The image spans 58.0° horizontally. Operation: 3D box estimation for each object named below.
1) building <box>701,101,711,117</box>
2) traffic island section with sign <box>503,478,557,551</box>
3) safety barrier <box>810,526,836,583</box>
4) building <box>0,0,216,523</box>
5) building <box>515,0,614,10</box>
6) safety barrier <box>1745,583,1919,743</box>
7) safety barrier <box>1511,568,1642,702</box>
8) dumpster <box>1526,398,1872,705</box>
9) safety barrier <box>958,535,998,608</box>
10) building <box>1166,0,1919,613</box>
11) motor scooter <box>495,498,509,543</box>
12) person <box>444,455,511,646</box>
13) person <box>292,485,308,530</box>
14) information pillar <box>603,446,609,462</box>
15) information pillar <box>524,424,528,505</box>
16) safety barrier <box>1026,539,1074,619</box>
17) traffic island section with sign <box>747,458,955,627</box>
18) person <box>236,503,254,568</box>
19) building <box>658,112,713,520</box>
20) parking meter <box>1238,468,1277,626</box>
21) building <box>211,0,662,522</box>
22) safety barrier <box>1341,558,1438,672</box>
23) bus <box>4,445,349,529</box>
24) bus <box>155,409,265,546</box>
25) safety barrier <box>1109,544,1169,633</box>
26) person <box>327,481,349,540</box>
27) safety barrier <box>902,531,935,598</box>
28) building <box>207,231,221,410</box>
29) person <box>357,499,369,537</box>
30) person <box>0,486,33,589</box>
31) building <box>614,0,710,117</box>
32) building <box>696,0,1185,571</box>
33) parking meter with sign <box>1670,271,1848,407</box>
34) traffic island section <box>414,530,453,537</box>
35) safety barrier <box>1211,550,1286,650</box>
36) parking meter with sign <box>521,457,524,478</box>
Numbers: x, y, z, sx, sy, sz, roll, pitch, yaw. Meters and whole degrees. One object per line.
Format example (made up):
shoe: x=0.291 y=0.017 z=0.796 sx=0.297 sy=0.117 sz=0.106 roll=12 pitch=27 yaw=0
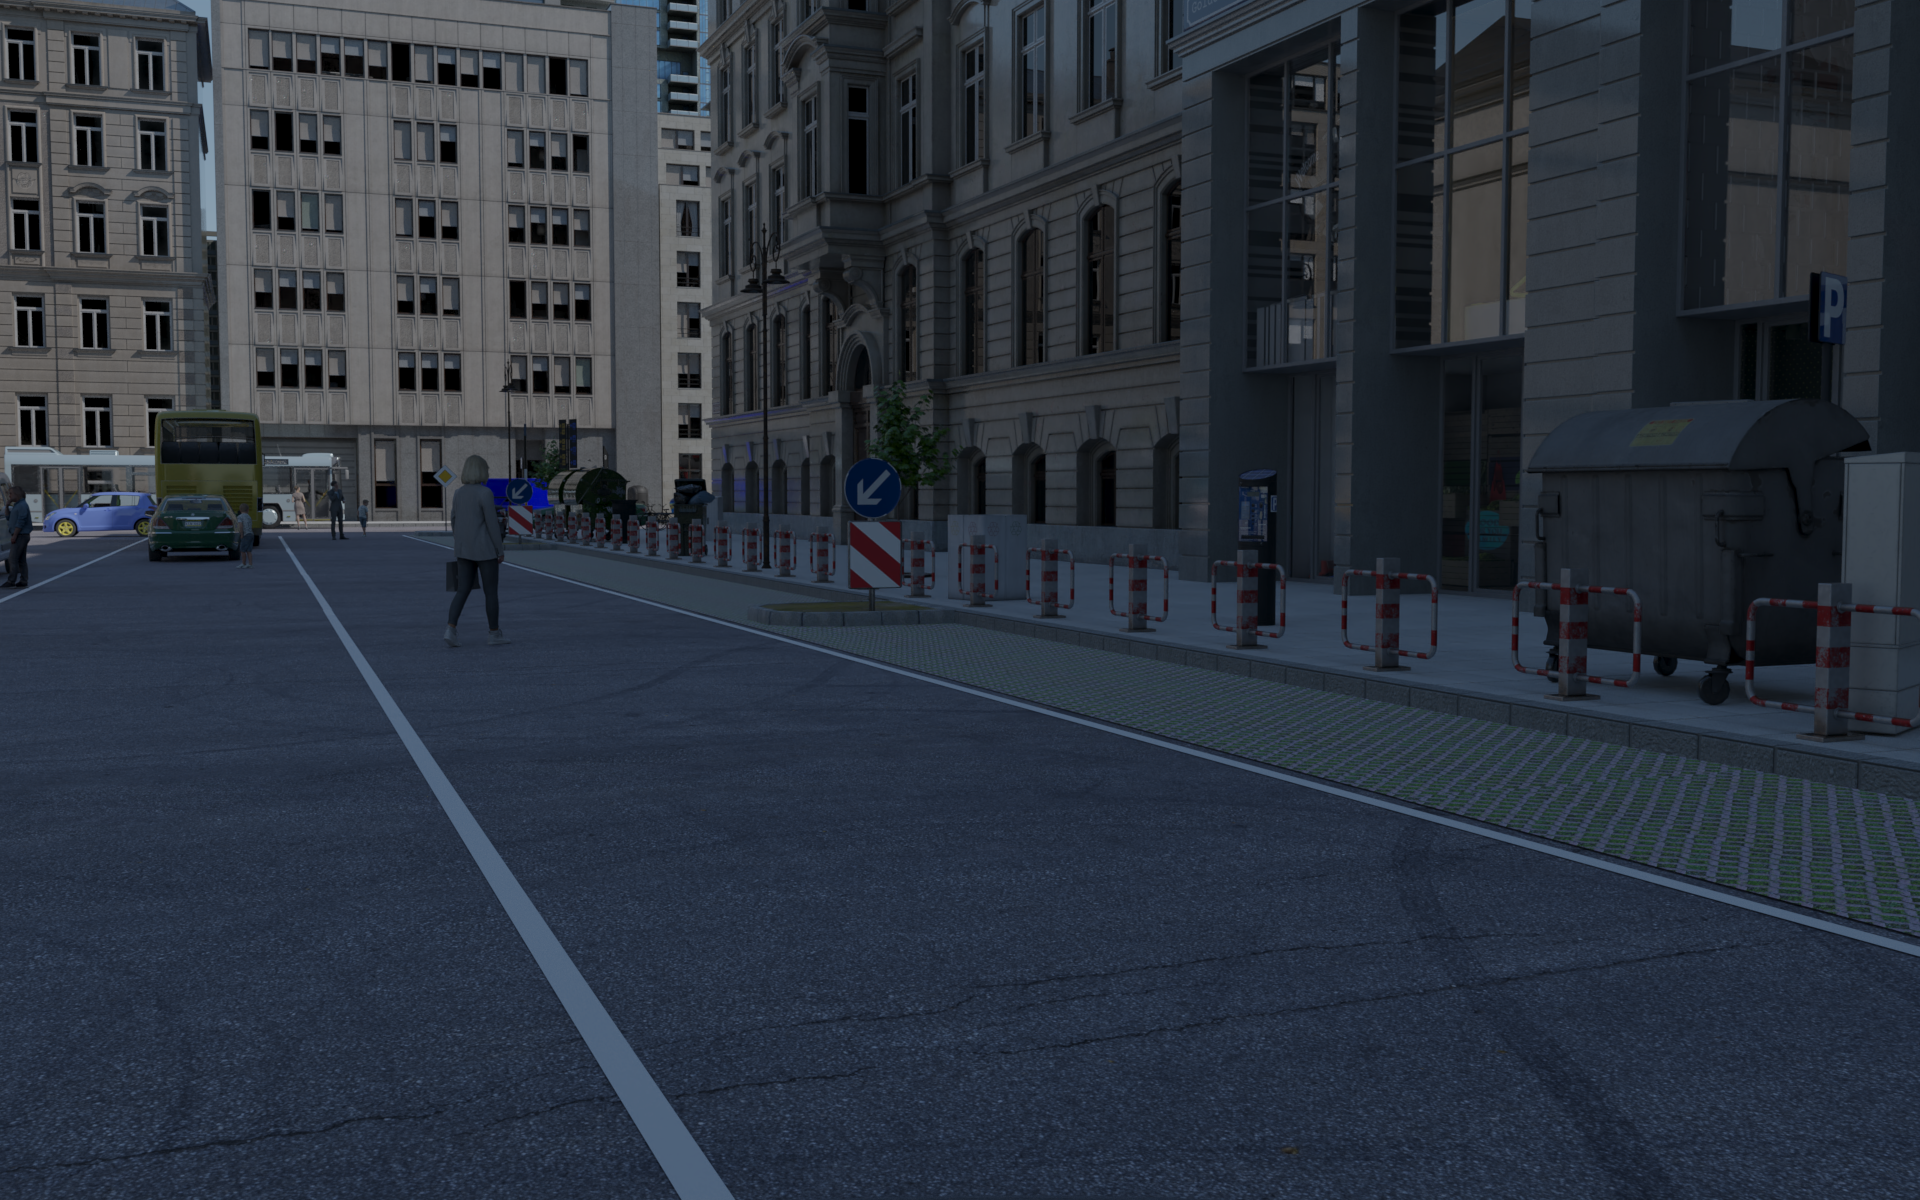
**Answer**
building: x=-16.612 y=-38.046 z=211.282 sx=27.495 sy=52.752 sz=28.713 roll=-1 pitch=4 yaw=-22
traffic island section with sign: x=-11.530 y=-2.196 z=44.535 sx=1.989 sy=1.847 sz=2.006 roll=-1 pitch=4 yaw=-22
safety barrier: x=-1.988 y=-0.658 z=25.040 sx=0.300 sy=0.817 sz=1.120 roll=-1 pitch=4 yaw=-22
building: x=-47.339 y=-17.192 z=78.345 sx=25.104 sy=27.353 sz=12.463 roll=-1 pitch=4 yaw=-22
building: x=-44.127 y=-38.214 z=166.798 sx=21.231 sy=58.520 sz=28.212 roll=-1 pitch=4 yaw=-22
safety barrier: x=4.555 y=0.320 z=9.037 sx=0.300 sy=0.817 sz=1.120 roll=-1 pitch=4 yaw=-22
safety barrier: x=3.830 y=0.212 z=10.812 sx=0.300 sy=0.817 sz=1.120 roll=-1 pitch=4 yaw=-22
dumpster: x=4.787 y=-0.339 z=11.301 sx=1.264 sy=1.857 sz=1.865 roll=-1 pitch=4 yaw=-22
safety barrier: x=0.202 y=-0.331 z=19.685 sx=0.300 sy=0.817 sz=1.120 roll=-1 pitch=4 yaw=-22
building: x=13.803 y=-14.426 z=13.358 sx=11.434 sy=29.767 sz=29.804 roll=-1 pitch=4 yaw=-22
motor scooter: x=-12.999 y=-2.186 z=48.519 sx=0.815 sy=1.314 sz=1.986 roll=-2 pitch=4 yaw=-23
person: x=-4.641 y=-0.471 z=16.378 sx=0.709 sy=1.800 sz=0.728 roll=2 pitch=4 yaw=31
person: x=-26.468 y=-3.705 z=69.413 sx=0.599 sy=1.781 sz=0.374 roll=-2 pitch=4 yaw=-23
information pillar: x=-17.160 y=-5.660 z=83.901 sx=0.183 sy=3.616 sz=0.504 roll=1 pitch=4 yaw=14
information pillar: x=-14.421 y=-4.047 z=57.523 sx=0.183 sy=3.616 sz=0.504 roll=-1 pitch=4 yaw=-13
safety barrier: x=0.926 y=-0.222 z=17.910 sx=0.300 sy=0.817 sz=1.120 roll=-1 pitch=4 yaw=-22
traffic island section with sign: x=-1.330 y=-0.670 z=19.577 sx=1.989 sy=1.847 sz=2.006 roll=-1 pitch=4 yaw=-22
person: x=-13.796 y=-1.236 z=33.400 sx=0.332 sy=1.250 sz=0.352 roll=-2 pitch=4 yaw=-34
building: x=-8.869 y=-14.577 z=93.088 sx=16.860 sy=20.320 sz=10.420 roll=-1 pitch=4 yaw=-22
parking meter: x=2.910 y=-0.523 z=16.968 sx=0.372 sy=1.533 sz=0.369 roll=0 pitch=3 yaw=0
building: x=-26.168 y=-16.417 z=86.439 sx=19.932 sy=24.808 sz=12.078 roll=-1 pitch=4 yaw=-22
safety barrier: x=3.108 y=0.103 z=12.588 sx=0.300 sy=0.817 sz=1.120 roll=-1 pitch=4 yaw=-22
bus: x=-31.259 y=-4.631 z=70.572 sx=13.247 sy=3.499 sz=2.948 roll=-1 pitch=4 yaw=-23
bus: x=-21.471 y=-3.564 z=49.816 sx=2.896 sy=3.916 sz=12.252 roll=-1 pitch=4 yaw=-22
safety barrier: x=1.657 y=-0.114 z=16.138 sx=0.300 sy=0.817 sz=1.120 roll=-1 pitch=4 yaw=-22
person: x=-19.496 y=-2.816 z=54.347 sx=0.447 sy=1.846 sz=0.655 roll=2 pitch=4 yaw=32
safety barrier: x=-0.525 y=-0.440 z=21.469 sx=0.300 sy=0.817 sz=1.120 roll=-1 pitch=4 yaw=-22
building: x=-93.725 y=-33.677 z=242.504 sx=23.993 sy=40.220 sz=32.217 roll=-1 pitch=4 yaw=-22
person: x=-20.057 y=-2.755 z=58.221 sx=0.332 sy=1.250 sz=0.352 roll=3 pitch=5 yaw=42
person: x=-14.235 y=-0.945 z=26.156 sx=0.429 sy=1.552 sz=0.499 roll=0 pitch=4 yaw=-4
building: x=-39.458 y=-57.740 z=256.716 sx=31.000 sy=86.520 sz=22.319 roll=-1 pitch=4 yaw=-22
building: x=2.772 y=-13.744 z=43.802 sx=14.460 sy=24.649 sz=34.723 roll=-1 pitch=4 yaw=-22
parking meter with sign: x=6.317 y=-1.110 z=14.410 sx=0.543 sy=3.016 sz=1.738 roll=-3 pitch=5 yaw=-43
traffic island section: x=-17.633 y=-2.277 z=59.508 sx=2.009 sy=0.180 sz=2.903 roll=-1 pitch=4 yaw=-22
safety barrier: x=2.382 y=-0.005 z=14.363 sx=0.300 sy=0.817 sz=1.120 roll=-1 pitch=4 yaw=-22
parking meter with sign: x=-19.948 y=-5.266 z=82.359 sx=1.738 sy=3.016 sz=0.543 roll=-1 pitch=4 yaw=-21
